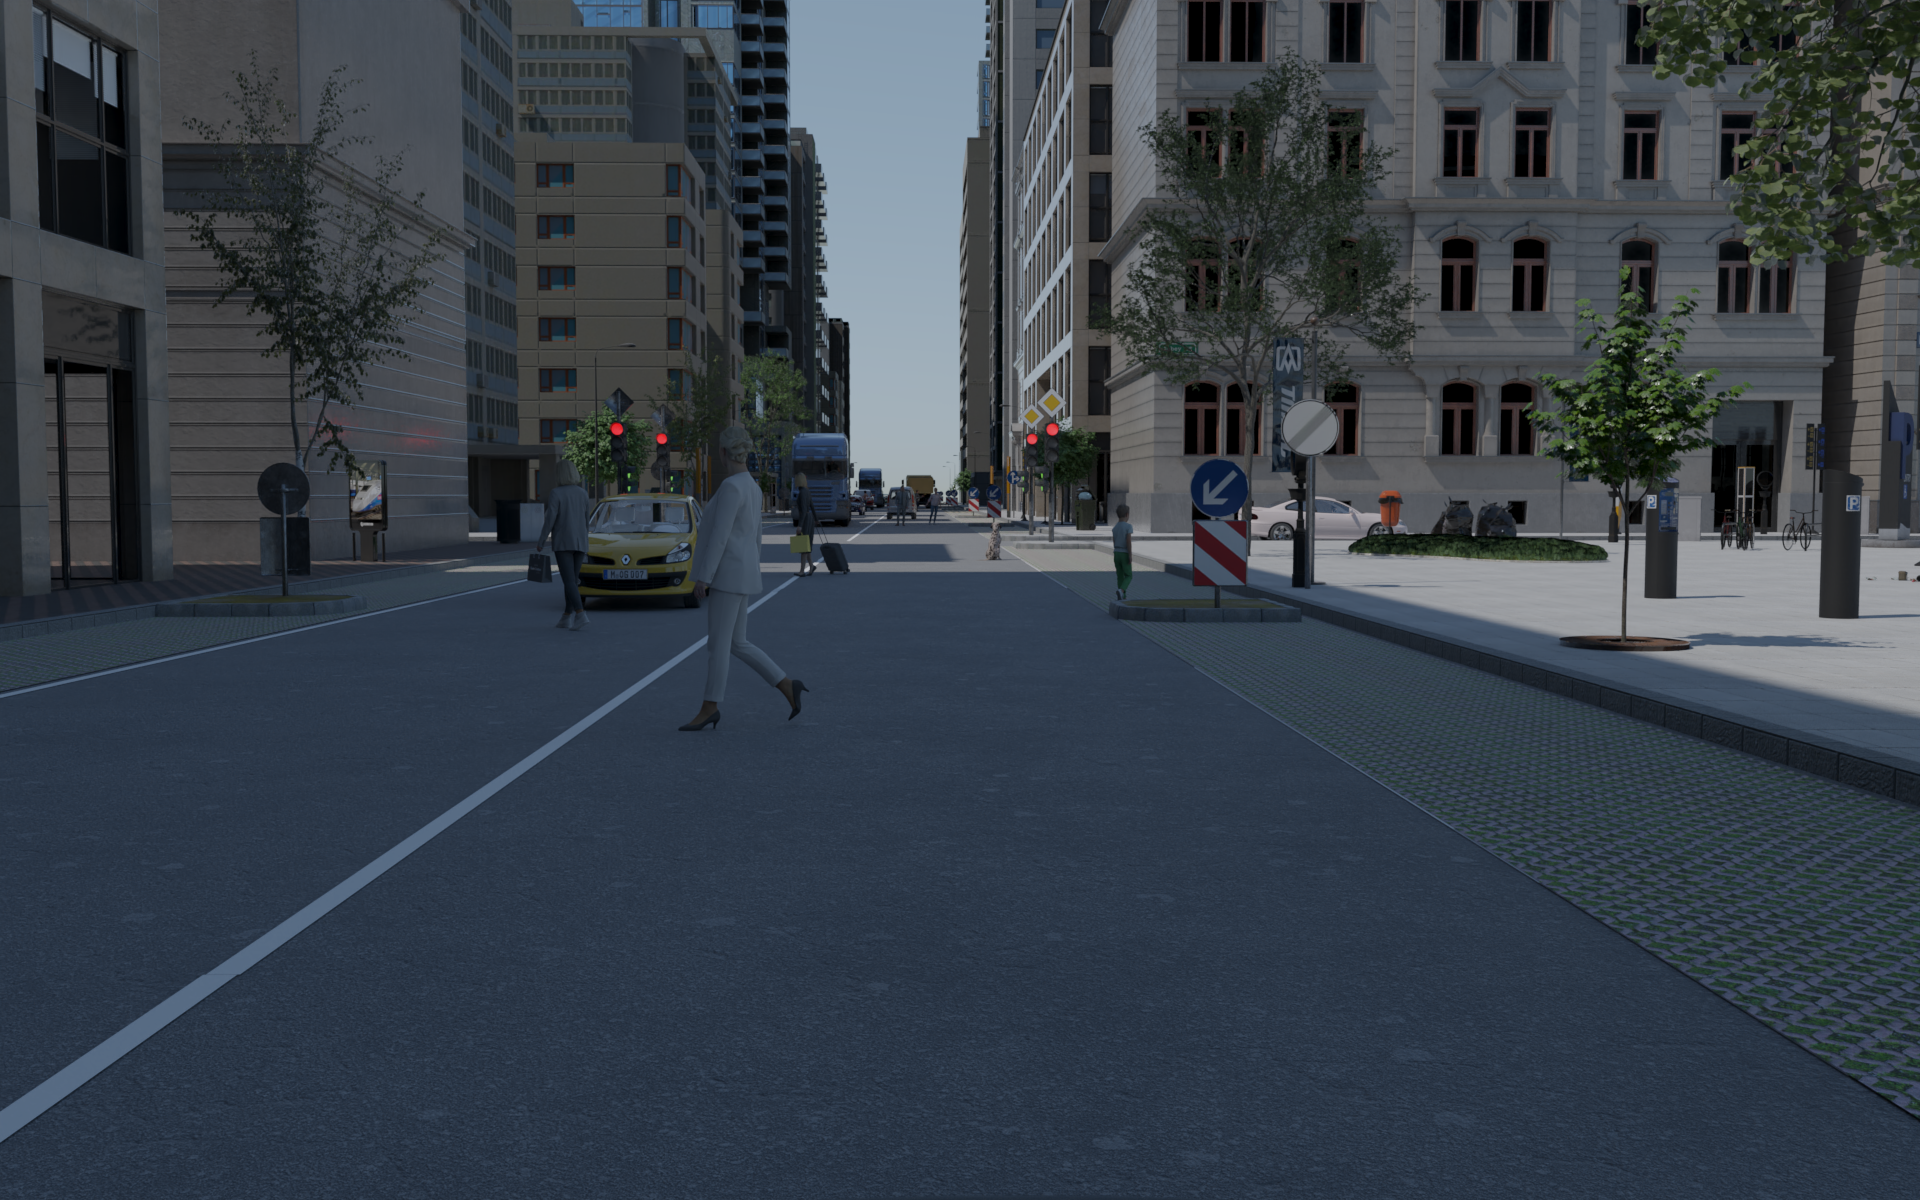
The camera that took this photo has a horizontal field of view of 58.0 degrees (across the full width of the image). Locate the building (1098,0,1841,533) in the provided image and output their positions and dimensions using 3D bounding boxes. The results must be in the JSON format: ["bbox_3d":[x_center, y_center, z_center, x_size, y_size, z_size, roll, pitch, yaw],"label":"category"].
[{"bbox_3d":[17.187,-16.809,62.211,23.554,28.519,14.401,0,4,-1],"label":"building"}]

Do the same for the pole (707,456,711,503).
[{"bbox_3d":[-13.431,-6.050,92.762,0.158,3.312,0.155,0,3,0],"label":"pole"}]

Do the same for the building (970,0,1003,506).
[{"bbox_3d":[11.755,-46.152,192.836,20.563,71.187,20.611,0,4,-1],"label":"building"}]

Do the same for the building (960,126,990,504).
[{"bbox_3d":[11.268,-36.750,224.563,21.300,48.544,21.600,0,4,-1],"label":"building"}]

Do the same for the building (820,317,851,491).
[{"bbox_3d":[-24.969,-31.035,279.130,14.160,30.474,14.107,0,4,-1],"label":"building"}]

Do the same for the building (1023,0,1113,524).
[{"bbox_3d":[13.997,-17.551,91.476,19.350,26.468,34.151,0,4,-1],"label":"building"}]

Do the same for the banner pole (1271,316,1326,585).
[{"bbox_3d":[4.776,-2.107,24.466,0.863,3.779,0.401,-1,4,-13],"label":"banner pole"}]

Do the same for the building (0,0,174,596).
[{"bbox_3d":[-21.014,-12.450,8.080,19.350,26.468,34.151,0,4,-1],"label":"building"}]

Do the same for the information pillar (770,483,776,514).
[{"bbox_3d":[-12.299,-6.691,113.894,0.304,2.012,0.304,-2,4,-31],"label":"information pillar"}]

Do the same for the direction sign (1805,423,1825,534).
[{"bbox_3d":[27.464,-3.895,55.673,0.876,3.537,0.379,-2,4,-27],"label":"direction sign"}]

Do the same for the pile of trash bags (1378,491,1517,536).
[{"bbox_3d":[12.408,-2.103,44.129,3.447,1.369,1.912,1,4,15],"label":"pile of trash bags"}]

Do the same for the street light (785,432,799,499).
[{"bbox_3d":[-12.540,-9.628,129.961,1.470,5.913,1.316,0,4,-1],"label":"street light"}]

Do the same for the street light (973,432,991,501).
[{"bbox_3d":[1.730,-9.572,129.036,1.470,5.913,1.316,0,4,-1],"label":"street light"}]

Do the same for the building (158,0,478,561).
[{"bbox_3d":[-24.079,-11.998,37.965,24.055,21.916,13.314,0,4,-1],"label":"building"}]

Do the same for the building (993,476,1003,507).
[{"bbox_3d":[19.383,-29.347,171.698,32.217,40.220,23.993,0,4,-1],"label":"building"}]

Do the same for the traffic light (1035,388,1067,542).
[{"bbox_3d":[2.407,-3.485,45.895,0.839,4.253,0.868,0,4,-1],"label":"traffic light"}]

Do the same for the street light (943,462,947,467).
[{"bbox_3d":[-1.272,-16.886,248.631,1.470,5.913,1.316,0,4,-1],"label":"street light"}]

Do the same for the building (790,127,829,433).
[{"bbox_3d":[-28.801,-37.172,227.365,23.786,49.044,30.456,0,4,-1],"label":"building"}]

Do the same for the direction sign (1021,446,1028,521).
[{"bbox_3d":[3.071,-5.522,82.277,0.379,3.537,0.876,-1,4,-11],"label":"direction sign"}]

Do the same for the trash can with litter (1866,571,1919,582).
[{"bbox_3d":[14.496,-0.867,25.231,2.233,1.210,1.678,3,5,43],"label":"trash can with litter"}]

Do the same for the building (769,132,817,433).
[{"bbox_3d":[-23.268,-31.032,190.963,14.154,41.232,14.086,0,4,-1],"label":"building"}]

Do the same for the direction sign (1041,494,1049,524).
[{"bbox_3d":[3.670,-5.050,74.560,0.876,3.537,0.379,0,4,5],"label":"direction sign"}]

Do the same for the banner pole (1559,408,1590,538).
[{"bbox_3d":[15.280,-3.255,43.232,0.863,3.779,0.401,1,4,21],"label":"banner pole"}]

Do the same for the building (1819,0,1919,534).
[{"bbox_3d":[41.556,-16.132,61.021,25.104,27.353,12.463,0,4,-1],"label":"building"}]

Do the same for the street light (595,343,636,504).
[{"bbox_3d":[-10.688,-4.953,53.518,1.470,5.913,1.316,0,4,-1],"label":"street light"}]

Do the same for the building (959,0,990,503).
[{"bbox_3d":[11.398,-57.325,249.927,22.319,86.520,31.000,0,4,-1],"label":"building"}]

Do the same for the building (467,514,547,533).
[{"bbox_3d":[-30.398,-22.797,64.614,32.217,40.220,23.993,0,4,-1],"label":"building"}]

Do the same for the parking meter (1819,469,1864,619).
[{"bbox_3d":[9.105,-0.580,17.901,0.372,1.533,0.369,0,3,0],"label":"parking meter"}]

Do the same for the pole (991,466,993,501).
[{"bbox_3d":[2.326,-8.075,125.871,0.158,3.312,0.155,0,3,0],"label":"pole"}]

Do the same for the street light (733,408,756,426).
[{"bbox_3d":[-11.643,-7.382,93.238,1.470,5.913,1.316,0,4,-1],"label":"street light"}]

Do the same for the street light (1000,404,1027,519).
[{"bbox_3d":[2.754,-7.175,89.859,1.470,5.913,1.316,0,4,-1],"label":"street light"}]

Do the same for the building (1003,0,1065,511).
[{"bbox_3d":[14.097,-36.877,144.943,21.231,58.520,28.212,0,4,-1],"label":"building"}]

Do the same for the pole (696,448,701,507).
[{"bbox_3d":[-11.519,-5.044,76.319,0.158,3.312,0.155,0,3,0],"label":"pole"}]

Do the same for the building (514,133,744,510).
[{"bbox_3d":[-27.732,-15.572,99.645,27.650,21.520,28.899,0,4,-1],"label":"building"}]

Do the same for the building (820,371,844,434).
[{"bbox_3d":[-31.660,-25.243,257.764,27.650,21.520,28.899,0,4,-1],"label":"building"}]

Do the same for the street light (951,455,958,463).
[{"bbox_3d":[-0.116,-14.253,205.571,1.470,5.913,1.316,0,4,-1],"label":"street light"}]

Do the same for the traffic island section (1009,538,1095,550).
[{"bbox_3d":[2.447,-1.451,46.010,2.009,0.180,2.903,0,4,-1],"label":"traffic island section"}]

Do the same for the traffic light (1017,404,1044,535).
[{"bbox_3d":[2.204,-3.973,53.878,0.839,4.253,0.868,0,4,-1],"label":"traffic light"}]

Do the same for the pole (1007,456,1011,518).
[{"bbox_3d":[2.648,-6.123,93.948,0.158,3.312,0.155,0,3,0],"label":"pole"}]

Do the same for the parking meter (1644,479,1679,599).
[{"bbox_3d":[8.629,-0.788,21.295,0.372,1.533,0.369,0,3,0],"label":"parking meter"}]

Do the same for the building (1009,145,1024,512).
[{"bbox_3d":[10.684,-20.366,118.880,13.634,28.700,20.117,0,4,-1],"label":"building"}]

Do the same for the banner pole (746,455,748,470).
[{"bbox_3d":[-13.662,-7.394,110.905,0.401,3.779,0.863,-1,4,-14],"label":"banner pole"}]

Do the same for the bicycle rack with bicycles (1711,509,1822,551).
[{"bbox_3d":[18.597,-1.629,40.009,2.852,0.926,2.925,3,4,38],"label":"bicycle rack with bicycles"}]

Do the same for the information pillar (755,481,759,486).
[{"bbox_3d":[-11.885,-5.879,100.617,0.304,2.012,0.304,1,4,11],"label":"information pillar"}]

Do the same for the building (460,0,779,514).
[{"bbox_3d":[-31.364,-27.397,139.815,32.217,40.220,23.993,0,4,-1],"label":"building"}]

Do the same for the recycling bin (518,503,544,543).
[{"bbox_3d":[-11.539,-2.061,46.249,0.722,1.027,0.722,-2,4,-27],"label":"recycling bin"}]

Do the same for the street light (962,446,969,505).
[{"bbox_3d":[0.898,-11.831,165.982,1.470,5.913,1.316,0,4,-1],"label":"street light"}]

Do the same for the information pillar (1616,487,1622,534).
[{"bbox_3d":[20.992,-3.901,55.136,0.183,3.616,0.504,2,4,32],"label":"information pillar"}]

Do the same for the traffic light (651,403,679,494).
[{"bbox_3d":[-9.153,-3.954,53.574,0.839,4.253,0.868,0,4,-1],"label":"traffic light"}]

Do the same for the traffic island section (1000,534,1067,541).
[{"bbox_3d":[2.245,-1.940,53.992,2.009,0.180,2.903,0,4,-1],"label":"traffic island section"}]

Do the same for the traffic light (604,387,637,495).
[{"bbox_3d":[-8.950,-3.466,45.592,0.839,4.253,0.868,0,4,-1],"label":"traffic light"}]

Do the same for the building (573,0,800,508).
[{"bbox_3d":[-26.413,-52.224,166.531,22.319,86.520,31.000,0,4,-1],"label":"building"}]

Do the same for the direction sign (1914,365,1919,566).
[{"bbox_3d":[17.209,-2.370,30.741,0.876,3.537,0.379,-2,4,-33],"label":"direction sign"}]

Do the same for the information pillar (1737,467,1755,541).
[{"bbox_3d":[21.360,-2.606,47.099,0.304,2.012,0.304,-1,4,-10],"label":"information pillar"}]
